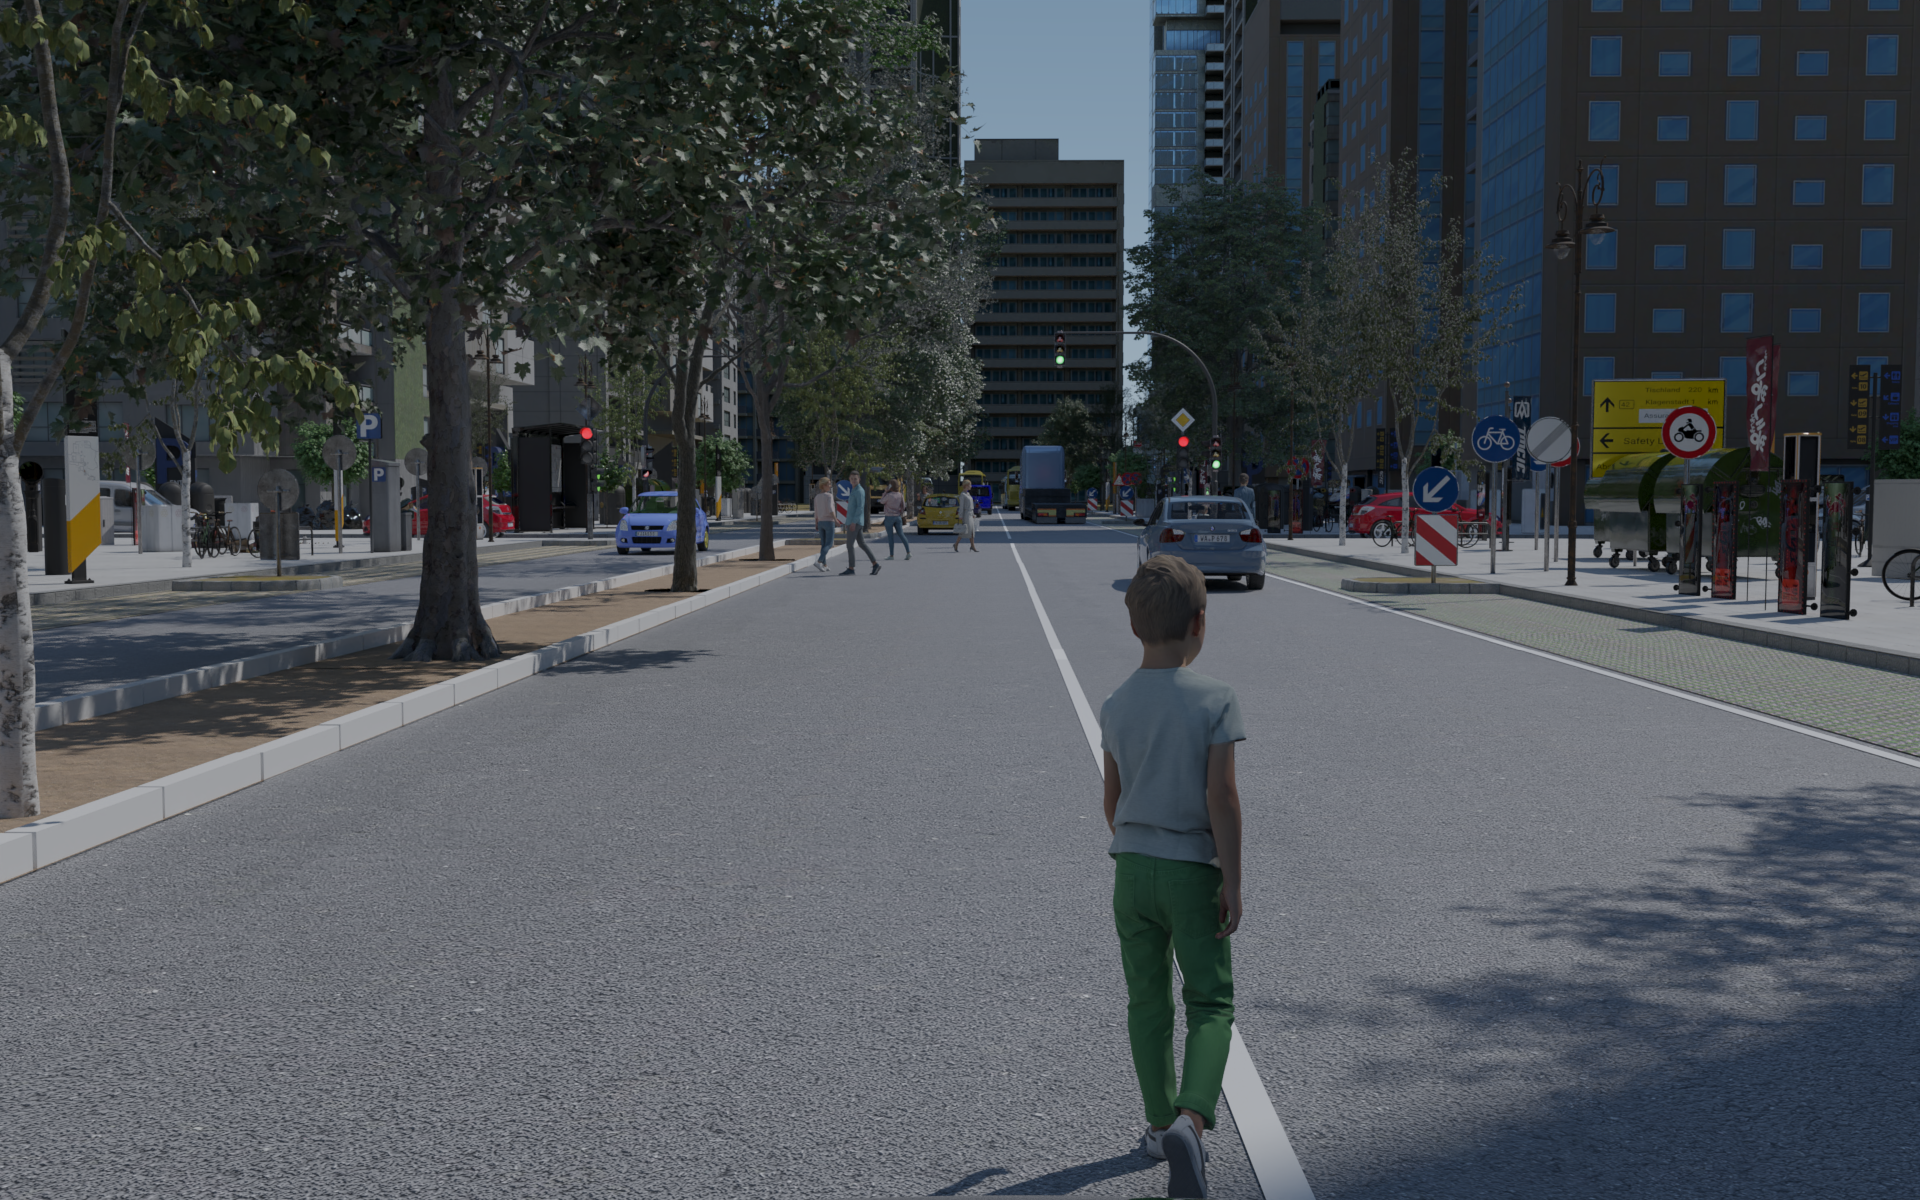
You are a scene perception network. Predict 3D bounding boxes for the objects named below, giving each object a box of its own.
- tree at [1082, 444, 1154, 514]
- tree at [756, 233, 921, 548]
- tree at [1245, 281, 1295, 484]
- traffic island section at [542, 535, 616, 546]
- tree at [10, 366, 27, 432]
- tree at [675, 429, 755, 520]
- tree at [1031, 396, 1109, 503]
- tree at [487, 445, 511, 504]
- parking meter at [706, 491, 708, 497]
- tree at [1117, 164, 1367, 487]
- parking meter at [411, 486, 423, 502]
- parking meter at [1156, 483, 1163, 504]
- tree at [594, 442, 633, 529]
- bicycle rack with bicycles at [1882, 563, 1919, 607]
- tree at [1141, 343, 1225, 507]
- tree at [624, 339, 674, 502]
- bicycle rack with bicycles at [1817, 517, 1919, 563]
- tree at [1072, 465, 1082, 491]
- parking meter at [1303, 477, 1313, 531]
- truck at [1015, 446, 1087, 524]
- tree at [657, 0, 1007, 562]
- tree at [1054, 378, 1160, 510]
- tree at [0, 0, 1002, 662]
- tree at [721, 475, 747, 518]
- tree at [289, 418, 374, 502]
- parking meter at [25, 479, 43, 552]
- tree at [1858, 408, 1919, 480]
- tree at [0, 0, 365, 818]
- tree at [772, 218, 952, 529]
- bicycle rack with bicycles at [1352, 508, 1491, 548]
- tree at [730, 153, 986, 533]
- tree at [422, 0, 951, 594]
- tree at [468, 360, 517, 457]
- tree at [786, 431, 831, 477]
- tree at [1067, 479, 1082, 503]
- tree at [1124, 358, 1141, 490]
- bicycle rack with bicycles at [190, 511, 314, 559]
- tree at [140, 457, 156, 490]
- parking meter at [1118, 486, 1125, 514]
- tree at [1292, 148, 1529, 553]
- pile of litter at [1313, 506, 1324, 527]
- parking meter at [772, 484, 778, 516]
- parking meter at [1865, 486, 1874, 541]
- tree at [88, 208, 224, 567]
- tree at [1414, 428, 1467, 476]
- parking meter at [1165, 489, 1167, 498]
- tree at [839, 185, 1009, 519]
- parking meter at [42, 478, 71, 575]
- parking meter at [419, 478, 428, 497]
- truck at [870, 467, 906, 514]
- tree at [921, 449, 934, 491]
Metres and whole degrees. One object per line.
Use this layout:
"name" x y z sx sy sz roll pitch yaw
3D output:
"tree" 11.109 -7.963 113.909 4.285 4.588 4.351 0 3 0
"tree" -3.391 -5.671 45.534 4.737 8.622 4.395 0 3 0
"tree" 9.455 -5.671 43.076 4.360 8.622 3.978 0 3 0
"traffic island section" -10.457 -1.630 48.931 2.009 0.180 2.903 0 4 1
"tree" -19.330 -2.999 32.745 4.285 4.588 4.351 0 3 0
"tree" -11.991 -6.304 86.778 4.285 4.588 4.351 0 3 0
"tree" 12.610 -17.360 200.844 9.611 12.733 9.660 0 3 0
"tree" -18.016 -4.525 68.583 1.663 3.219 1.824 0 3 0
"parking meter" -18.071 -6.993 122.743 0.372 1.533 0.369 0 3 0
"tree" 10.846 -9.821 67.224 9.857 13.997 8.962 0 3 0
"parking meter" -17.689 -2.937 56.428 0.372 1.533 0.369 0 3 0
"parking meter" 9.958 -4.901 85.842 0.399 1.863 0.255 3 4 39
"tree" -13.260 -4.286 64.684 1.663 3.219 1.824 0 3 0
"bicycle rack with bicycles" 12.059 -0.393 19.801 2.852 0.926 2.925 -3 5 -40
"tree" 10.266 -7.766 77.329 4.360 8.622 3.978 0 3 0
"tree" -13.559 -7.355 70.614 4.737 8.622 4.395 0 3 0
"bicycle rack with bicycles" 18.186 -1.363 35.660 2.852 0.926 2.925 2 4 35
"tree" 12.223 -11.001 163.579 4.285 4.588 4.351 0 3 0
"parking meter" 12.134 -3.346 60.419 0.255 1.863 0.399 3 4 38
"truck" 4.707 -6.198 91.094 2.967 4.110 18.799 0 4 0
"tree" -4.098 -7.561 36.456 12.009 13.543 11.850 0 3 0
"tree" 11.663 -12.551 139.619 8.767 10.594 7.601 -1 4 -20
"tree" -4.450 -5.837 14.908 9.611 12.733 9.660 0 3 0
"tree" -12.650 -6.105 94.417 1.663 3.219 1.824 0 3 0
"tree" -24.089 -5.074 66.674 4.285 4.588 4.351 0 3 0
"parking meter" -20.638 -2.011 38.589 0.255 1.863 0.399 -1 4 -17
"tree" 35.392 -4.947 64.591 4.285 4.588 4.351 0 3 0
"tree" -4.134 -3.325 7.181 4.737 8.622 4.395 0 3 0
"tree" -3.928 -9.173 70.569 7.486 12.596 7.792 0 3 0
"bicycle rack with bicycles" 11.379 -1.735 41.746 2.925 0.926 2.852 0 4 -4
"tree" -3.622 -9.337 61.765 9.857 13.997 8.962 0 3 0
"tree" -3.905 -5.906 24.784 9.928 11.665 9.643 0 3 0
"tree" -25.130 -8.519 89.655 4.360 8.622 3.978 0 3 0
"tree" -10.986 -12.791 143.538 7.601 10.594 8.767 0 4 3
"tree" 12.162 -11.612 184.456 1.663 3.219 1.824 0 3 0
"tree" 10.256 -8.529 89.817 4.360 8.622 3.978 0 3 0
"bicycle rack with bicycles" -14.632 -1.335 35.204 2.852 0.926 2.925 0 4 7
"tree" -29.932 -4.321 65.252 1.663 3.219 1.824 0 3 0
"parking meter" 10.137 -6.306 108.810 0.399 1.863 0.255 -2 4 -28
"tree" 9.647 -5.297 36.962 4.360 8.622 3.978 0 3 0
"pile of litter" 13.428 -3.258 67.226 1.719 0.858 1.176 -2 4 -30
"parking meter" -11.009 -5.934 102.724 0.399 1.863 0.255 0 4 6
"parking meter" 25.218 -2.412 47.854 0.372 1.533 0.369 0 3 0
"tree" -13.674 -4.889 30.293 4.360 8.622 3.978 0 3 0
"tree" 24.263 -6.226 85.508 4.285 4.588 4.351 0 3 0
"parking meter" 11.125 -5.270 94.575 0.372 1.533 0.369 0 3 0
"tree" -4.017 -14.662 98.068 12.611 20.169 13.585 0 3 0
"parking meter" -14.320 -1.165 27.457 0.372 1.533 0.369 0 3 0
"parking meter" -19.188 -3.447 62.062 0.399 1.863 0.255 0 4 -8
"truck" -5.478 -7.918 125.387 3.469 3.379 9.791 0 4 0
"tree" -2.955 -8.368 89.643 4.737 8.622 4.395 0 3 0
